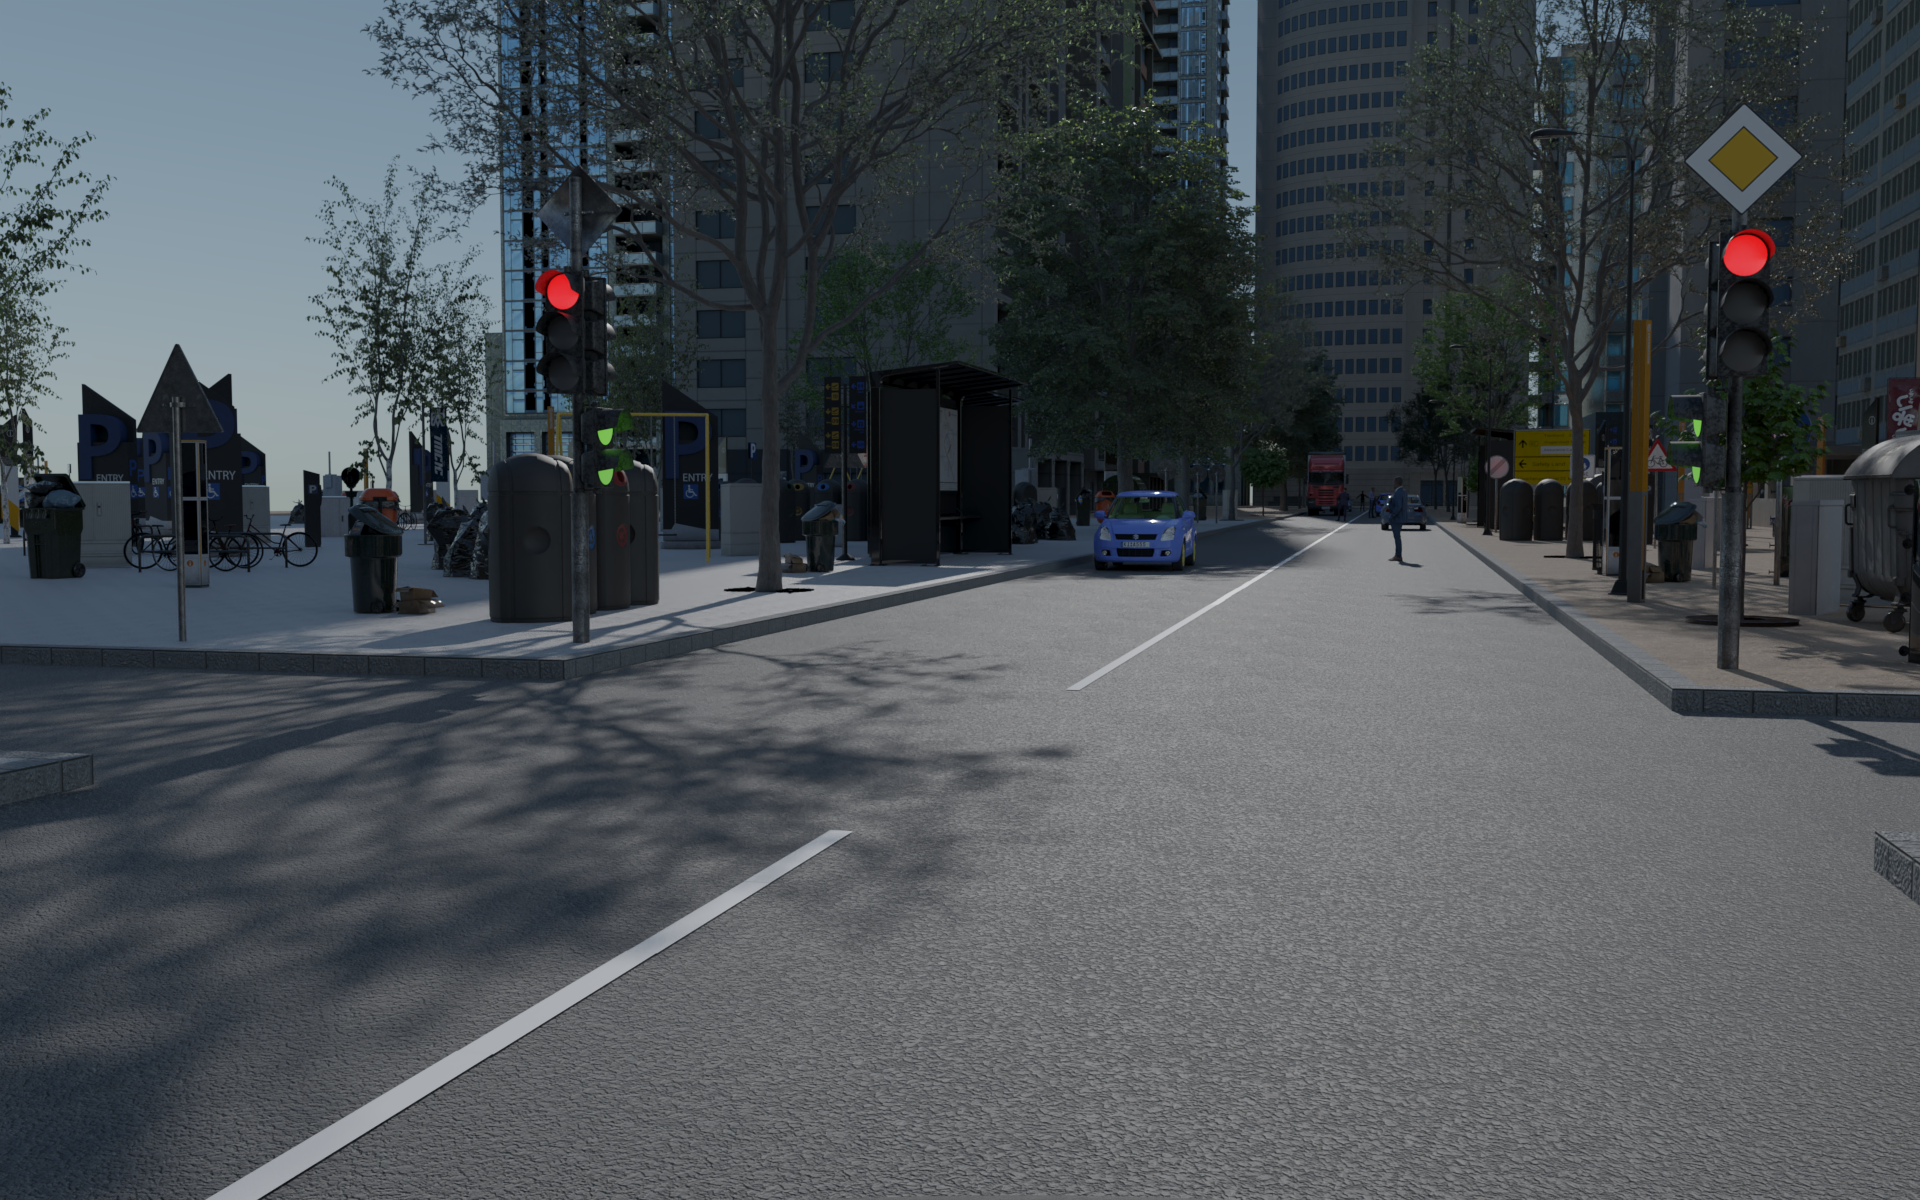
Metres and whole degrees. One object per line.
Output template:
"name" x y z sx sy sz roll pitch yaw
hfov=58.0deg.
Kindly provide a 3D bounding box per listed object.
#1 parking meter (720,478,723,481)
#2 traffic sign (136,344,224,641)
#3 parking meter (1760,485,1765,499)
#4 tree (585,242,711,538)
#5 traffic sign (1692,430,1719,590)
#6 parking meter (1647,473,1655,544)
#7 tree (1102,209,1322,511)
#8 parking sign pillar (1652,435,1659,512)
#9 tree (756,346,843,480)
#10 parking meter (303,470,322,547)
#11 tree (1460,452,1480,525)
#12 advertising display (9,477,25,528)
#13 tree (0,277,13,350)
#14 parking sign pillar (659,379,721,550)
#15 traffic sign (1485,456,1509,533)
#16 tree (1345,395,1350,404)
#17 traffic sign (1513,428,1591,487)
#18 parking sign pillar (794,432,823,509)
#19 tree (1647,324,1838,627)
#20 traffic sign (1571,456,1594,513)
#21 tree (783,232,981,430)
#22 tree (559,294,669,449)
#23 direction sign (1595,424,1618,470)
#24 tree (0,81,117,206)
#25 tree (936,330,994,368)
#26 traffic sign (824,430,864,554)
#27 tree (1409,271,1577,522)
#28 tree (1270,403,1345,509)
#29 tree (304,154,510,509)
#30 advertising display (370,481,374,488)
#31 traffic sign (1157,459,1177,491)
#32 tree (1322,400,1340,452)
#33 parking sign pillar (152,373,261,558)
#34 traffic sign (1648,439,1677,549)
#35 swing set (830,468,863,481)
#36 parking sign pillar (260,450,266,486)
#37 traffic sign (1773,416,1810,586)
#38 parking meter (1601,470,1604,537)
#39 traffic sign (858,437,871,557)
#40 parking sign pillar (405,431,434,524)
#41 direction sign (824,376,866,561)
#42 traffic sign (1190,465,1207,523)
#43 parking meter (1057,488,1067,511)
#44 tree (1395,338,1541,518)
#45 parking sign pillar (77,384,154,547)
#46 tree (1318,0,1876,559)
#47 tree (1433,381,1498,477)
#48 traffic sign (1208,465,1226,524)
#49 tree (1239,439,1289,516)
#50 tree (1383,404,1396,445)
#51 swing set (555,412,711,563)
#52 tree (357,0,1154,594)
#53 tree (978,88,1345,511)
"parking meter" -8.928 -3.548 63.729 0.399 1.863 0.255 1 4 16
"traffic sign" -6.774 -0.918 15.018 0.884 2.594 0.081 1 4 16
"parking meter" 37.993 -4.682 82.261 0.399 1.863 0.255 -1 4 -22
"tree" -8.996 -6.096 50.032 4.360 8.622 3.978 0 3 0
"traffic sign" 10.137 -1.348 23.218 0.795 2.450 0.064 1 4 20
"parking meter" 17.558 -2.363 44.352 0.399 1.863 0.255 0 4 -4
"tree" 8.912 -9.253 69.420 7.486 12.596 7.792 0 3 0
"parking sign pillar" 31.396 -5.566 79.470 1.447 3.967 1.447 -1 4 -23
"tree" -8.120 -8.349 86.875 4.360 8.622 3.978 0 3 0
"parking meter" -15.656 -2.214 41.911 0.399 1.863 0.255 -2 4 -28
"tree" 21.397 -4.719 71.753 1.663 3.219 1.824 0 3 0
"advertising display" -35.939 -3.729 66.180 0.974 1.923 0.123 0 4 -2
"tree" -22.716 -5.318 37.313 4.737 8.622 4.395 0 3 0
"parking sign pillar" -6.322 -3.191 40.644 1.447 3.967 1.447 0 4 -7
"traffic sign" 17.785 -3.506 57.423 0.768 2.556 0.104 1 4 22
"tree" 24.894 -13.835 132.853 9.857 13.997 8.962 0 3 0
"traffic sign" 18.474 -3.685 54.123 2.265 3.308 0.079 1 4 21
"parking sign pillar" -6.557 -5.295 75.045 1.447 3.967 1.447 3 4 37
"tree" 7.625 -1.375 17.089 1.663 3.219 1.824 0 3 0
"traffic sign" 16.256 -2.639 45.277 0.606 2.300 0.079 1 4 16
"tree" -3.101 -8.659 67.329 9.928 11.665 9.643 0 3 0
"tree" -12.571 -6.899 63.155 4.737 8.622 4.395 0 3 0
"direction sign" 20.878 -3.914 55.985 0.379 3.537 0.876 -2 4 -29
"tree" -13.896 -4.447 23.069 4.360 8.622 3.978 0 3 0
"tree" -0.279 -7.777 77.522 4.737 8.622 4.395 0 3 0
"traffic sign" -2.356 -2.142 35.029 0.884 2.594 0.081 1 4 21
"tree" 24.506 -9.428 79.900 9.928 11.665 9.643 0 3 0
"tree" 29.841 -13.241 150.899 8.767 10.594 7.601 3 4 39
"tree" -12.638 -5.398 38.615 4.360 8.622 3.978 0 3 0
"advertising display" -28.524 -4.824 84.088 0.123 1.923 0.974 -1 4 -22
"traffic sign" 7.582 -3.890 63.708 0.768 2.556 0.104 2 4 24
"tree" 32.143 -14.949 162.537 7.486 12.596 7.792 0 3 0
"parking sign pillar" -15.431 -2.873 35.453 1.447 3.967 1.447 3 5 44
"traffic sign" 16.352 -2.488 40.676 0.884 2.594 0.081 1 4 16
"swing set" -4.893 -4.967 78.829 2.862 2.851 3.119 1 4 23
"parking sign pillar" -32.145 -5.506 78.496 1.447 3.967 1.447 1 4 11
"traffic sign" 11.452 -1.474 24.213 0.768 2.556 0.104 1 4 23
"parking meter" 15.952 -2.252 42.524 0.255 1.863 0.399 -1 4 -15
"traffic sign" -1.821 -2.147 35.114 0.884 2.594 0.081 2 4 24
"parking sign pillar" -23.218 -5.272 74.667 1.447 3.967 1.447 1 4 11
"direction sign" -2.211 -2.533 33.412 0.876 3.537 0.379 1 4 21
"traffic sign" 10.481 -4.662 76.327 0.768 2.556 0.104 1 4 17
"parking meter" 3.979 -3.623 67.647 0.372 1.533 0.369 0 3 0
"tree" 27.829 -9.746 93.751 7.601 10.594 8.767 1 4 16
"parking sign pillar" -20.789 -3.289 42.246 1.447 3.967 1.447 0 4 5
"tree" 12.258 -7.567 34.086 12.009 13.543 11.850 0 3 0
"tree" 31.249 -9.537 106.299 4.360 8.622 3.978 0 3 0
"traffic sign" 11.174 -4.604 75.377 0.768 2.556 0.104 1 4 17
"tree" 17.832 -7.205 101.516 4.285 4.588 4.351 0 3 0
"tree" 34.817 -11.572 123.611 8.767 10.594 7.601 -1 4 -11
"swing set" -6.415 -2.191 33.442 3.119 2.851 2.862 0 4 -8
"tree" -2.402 -6.856 22.463 12.009 13.543 11.850 0 3 0
"tree" 5.052 -8.977 53.427 9.857 13.997 8.962 0 3 0
